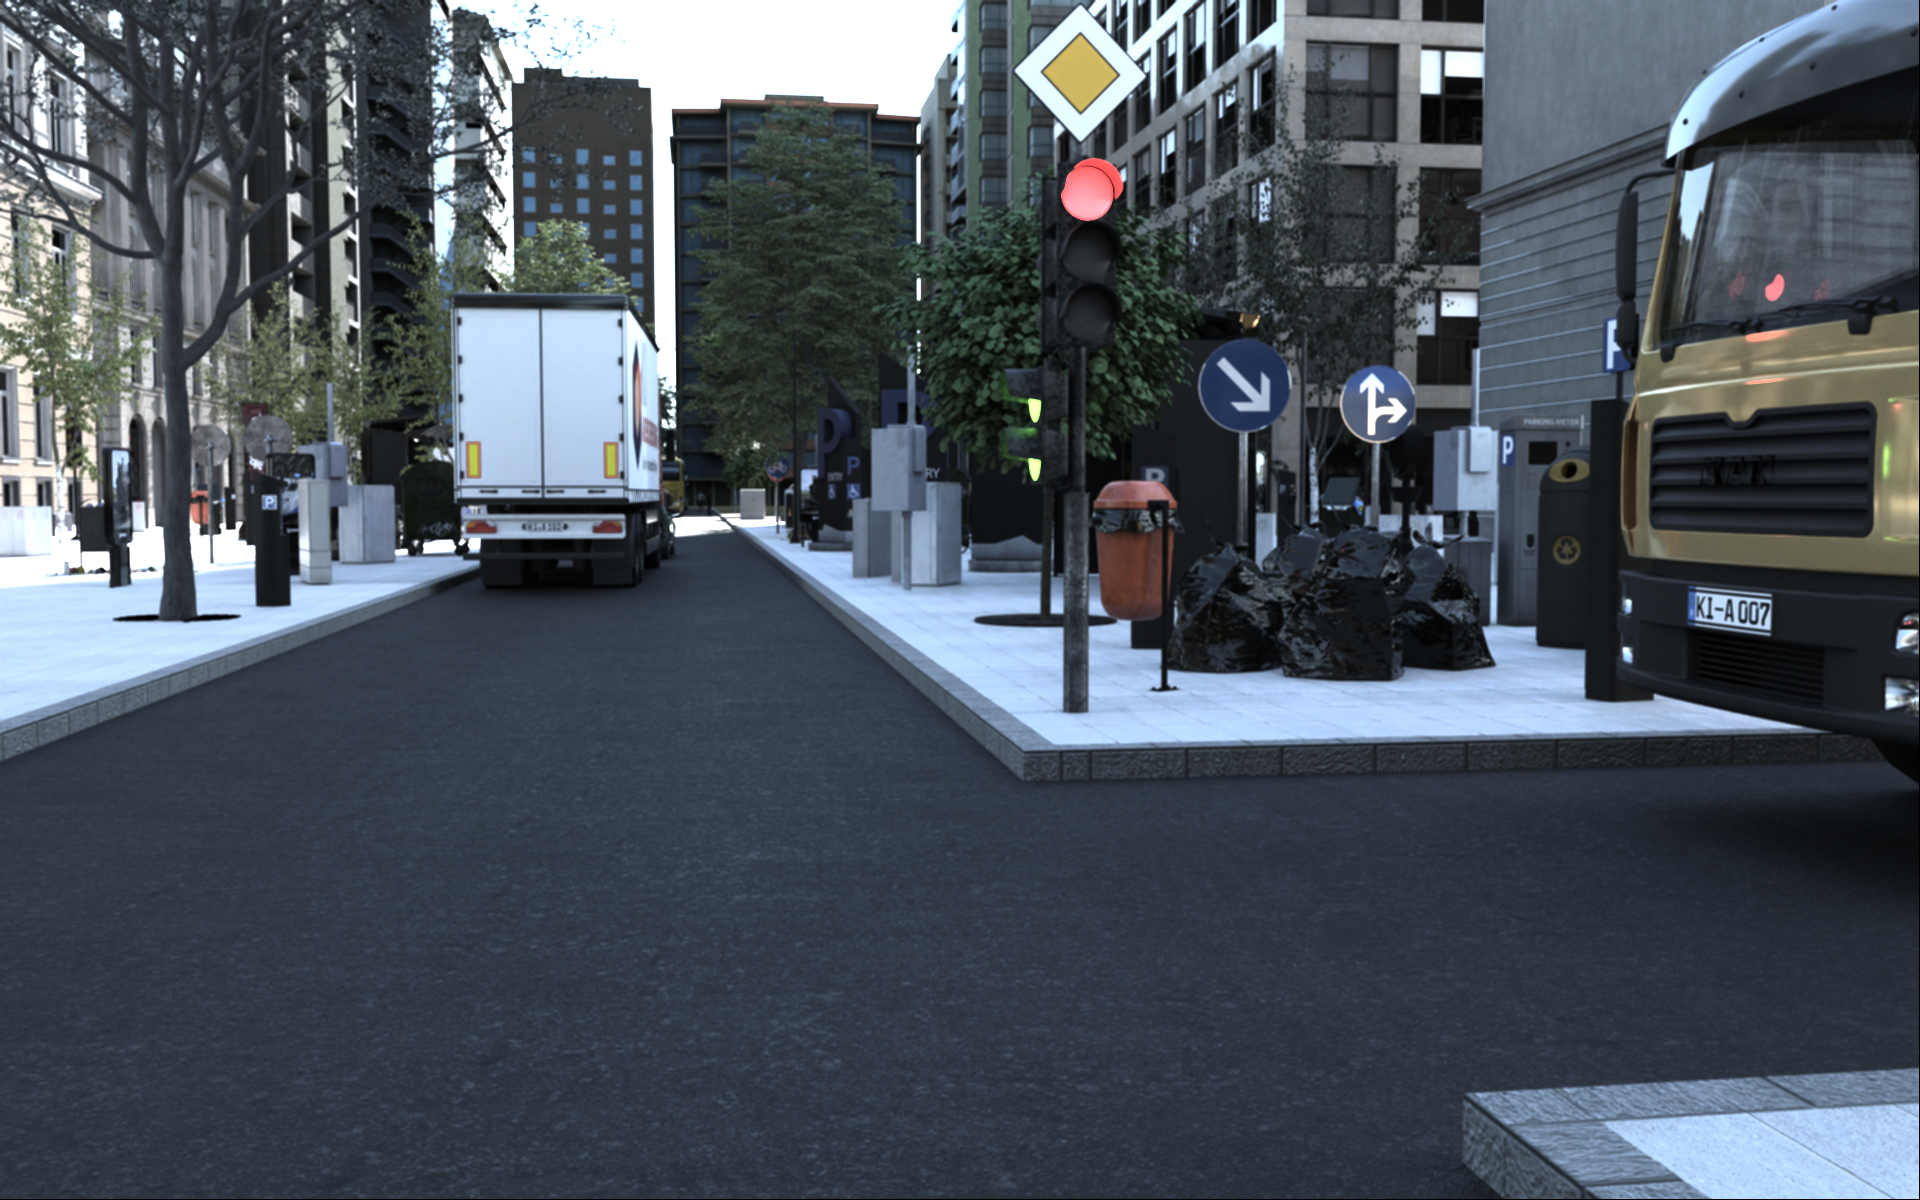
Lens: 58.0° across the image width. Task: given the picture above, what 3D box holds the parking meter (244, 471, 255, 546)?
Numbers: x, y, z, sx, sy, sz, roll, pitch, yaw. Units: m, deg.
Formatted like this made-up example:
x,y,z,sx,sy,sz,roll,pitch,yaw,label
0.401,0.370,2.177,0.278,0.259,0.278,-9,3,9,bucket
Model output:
x,y,z,sx,sy,sz,roll,pitch,yaw,label
-17.602,-2.293,43.203,0.399,1.863,0.255,-3,5,-41,parking meter

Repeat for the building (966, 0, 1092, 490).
x,y,z,sx,sy,sz,roll,pitch,yaw,label
7.214,-26.103,110.382,14.154,41.232,14.086,-1,4,-9,building

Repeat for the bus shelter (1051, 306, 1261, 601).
x,y,z,sx,sy,sz,roll,pitch,yaw,label
2.393,-1.995,23.903,1.731,3.624,6.357,-1,4,-9,bus shelter

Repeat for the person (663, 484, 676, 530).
x,y,z,sx,sy,sz,roll,pitch,yaw,label
-11.558,-3.627,67.762,0.822,1.834,0.622,1,4,9,person

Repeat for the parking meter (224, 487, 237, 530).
x,y,z,sx,sy,sz,roll,pitch,yaw,label
-25.863,-3.241,61.403,0.372,1.533,0.369,0,3,0,parking meter

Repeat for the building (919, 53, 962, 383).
x,y,z,sx,sy,sz,roll,pitch,yaw,label
6.416,-34.989,195.775,21.600,48.544,21.300,-1,4,-9,building

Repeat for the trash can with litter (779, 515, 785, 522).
x,y,z,sx,sy,sz,roll,pitch,yaw,label
-7.949,-4.232,80.585,1.055,1.170,0.624,1,4,13,trash can with litter

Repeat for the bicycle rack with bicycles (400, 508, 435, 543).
x,y,z,sx,sy,sz,roll,pitch,yaw,label
-15.125,-1.987,45.869,2.925,0.926,2.852,1,4,9,bicycle rack with bicycles

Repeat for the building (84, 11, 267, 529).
x,y,z,sx,sy,sz,roll,pitch,yaw,label
-36.321,-13.739,66.430,13.314,21.916,24.055,-1,4,-9,building

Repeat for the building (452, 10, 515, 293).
x,y,z,sx,sy,sz,roll,pitch,yaw,label
-61.576,-36.703,189.327,27.495,52.752,28.713,-1,4,-9,building

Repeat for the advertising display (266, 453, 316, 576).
x,y,z,sx,sy,sz,roll,pitch,yaw,label
-10.534,-1.352,27.318,0.123,1.923,0.974,1,4,20,advertising display

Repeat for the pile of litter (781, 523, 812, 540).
x,y,z,sx,sy,sz,roll,pitch,yaw,label
-4.331,-2.122,48.654,1.719,0.858,1.176,-3,4,-36,pile of litter

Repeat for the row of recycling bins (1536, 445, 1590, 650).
x,y,z,sx,sy,sz,roll,pitch,yaw,label
5.654,-0.379,13.312,1.069,1.692,3.534,-1,4,-13,row of recycling bins

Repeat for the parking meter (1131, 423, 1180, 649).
x,y,z,sx,sy,sz,roll,pitch,yaw,label
1.625,-0.530,14.382,0.399,1.863,0.255,0,4,6,parking meter

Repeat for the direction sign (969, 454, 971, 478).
x,y,z,sx,sy,sz,roll,pitch,yaw,label
0.781,-5.512,82.114,0.876,3.537,0.379,-3,4,-37,direction sign

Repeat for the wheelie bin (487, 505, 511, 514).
x,y,z,sx,sy,sz,roll,pitch,yaw,label
-15.397,-3.047,57.719,0.980,1.594,0.693,1,4,11,wheelie bin

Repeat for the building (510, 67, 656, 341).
x,y,z,sx,sy,sz,roll,pitch,yaw,label
-39.947,-32.779,186.055,14.200,45.320,14.600,-1,4,-9,building

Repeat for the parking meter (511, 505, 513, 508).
x,y,z,sx,sy,sz,roll,pitch,yaw,label
-17.810,-3.674,68.485,0.372,1.533,0.369,0,3,0,parking meter

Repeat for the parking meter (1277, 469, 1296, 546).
x,y,z,sx,sy,sz,roll,pitch,yaw,label
7.560,-2.102,40.078,0.255,1.863,0.399,-2,4,-35,parking meter

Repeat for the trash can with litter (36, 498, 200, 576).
x,y,z,sx,sy,sz,roll,pitch,yaw,label
-13.538,-1.034,27.962,2.233,1.210,1.678,-1,4,-12,trash can with litter

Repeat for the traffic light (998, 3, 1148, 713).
x,y,z,sx,sy,sz,roll,pitch,yaw,label
0.663,-1.295,10.094,0.839,4.253,0.868,-1,4,-9,traffic light

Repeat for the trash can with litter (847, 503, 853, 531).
x,y,z,sx,sy,sz,roll,pitch,yaw,label
-2.139,-1.596,37.485,0.624,1.170,1.055,0,4,-5,trash can with litter

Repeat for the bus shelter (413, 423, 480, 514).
x,y,z,sx,sy,sz,roll,pitch,yaw,label
-15.018,-3.571,52.304,2.014,3.302,5.546,-1,4,-9,bus shelter

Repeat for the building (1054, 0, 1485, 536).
x,y,z,sx,sy,sz,roll,pitch,yaw,label
16.724,-16.289,70.835,19.350,26.468,34.151,-1,4,-9,building

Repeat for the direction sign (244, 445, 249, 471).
x,y,z,sx,sy,sz,roll,pitch,yaw,label
-26.544,-4.479,65.228,0.379,3.537,0.876,2,4,32,direction sign

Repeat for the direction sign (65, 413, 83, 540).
x,y,z,sx,sy,sz,roll,pitch,yaw,label
-24.592,-3.433,48.126,0.876,3.537,0.379,3,4,38,direction sign

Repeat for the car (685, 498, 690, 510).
x,y,z,sx,sy,sz,roll,pitch,yaw,label
-25.565,-8.873,156.865,2.131,1.459,4.920,-1,4,-9,car

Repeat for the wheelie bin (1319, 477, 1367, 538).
x,y,z,sx,sy,sz,roll,pitch,yaw,label
7.268,-1.526,32.866,0.980,1.594,0.693,3,4,39,wheelie bin

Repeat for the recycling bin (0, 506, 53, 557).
x,y,z,sx,sy,sz,roll,pitch,yaw,label
-19.172,-1.405,35.525,0.722,1.027,0.722,1,4,10,recycling bin

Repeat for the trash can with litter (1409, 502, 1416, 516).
x,y,z,sx,sy,sz,roll,pitch,yaw,label
13.420,-2.434,50.848,1.678,1.210,2.233,2,4,25,trash can with litter

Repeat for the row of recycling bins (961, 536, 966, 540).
x,y,z,sx,sy,sz,roll,pitch,yaw,label
-1.141,-2.591,49.468,1.069,1.692,3.534,-3,5,-41,row of recycling bins

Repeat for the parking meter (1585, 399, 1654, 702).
x,y,z,sx,sy,sz,roll,pitch,yaw,label
4.137,-0.310,10.783,0.399,1.863,0.255,-1,4,-21,parking meter

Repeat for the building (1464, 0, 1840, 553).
x,y,z,sx,sy,sz,roll,pitch,yaw,label
23.840,-11.764,34.138,24.055,21.916,13.314,-1,4,-9,building

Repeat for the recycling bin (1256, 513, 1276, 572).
x,y,z,sx,sy,sz,roll,pitch,yaw,label
3.803,-0.659,23.322,0.722,1.027,0.722,0,4,-6,recycling bin

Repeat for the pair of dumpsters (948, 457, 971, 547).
x,y,z,sx,sy,sz,roll,pitch,yaw,label
-0.694,-2.524,43.763,1.574,2.255,4.437,-1,4,-9,pair of dumpsters

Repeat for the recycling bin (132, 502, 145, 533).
x,y,z,sx,sy,sz,roll,pitch,yaw,label
-27.487,-2.749,57.506,0.722,1.027,0.722,-2,4,-29,recycling bin

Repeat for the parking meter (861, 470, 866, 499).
x,y,z,sx,sy,sz,roll,pitch,yaw,label
-2.413,-2.201,41.702,0.255,1.863,0.399,-1,4,-12,parking meter

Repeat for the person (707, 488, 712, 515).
x,y,z,sx,sy,sz,roll,pitch,yaw,label
-17.326,-6.818,120.002,0.705,1.821,1.348,-1,4,-10,person

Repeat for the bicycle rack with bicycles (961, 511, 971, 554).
x,y,z,sx,sy,sz,roll,pitch,yaw,label
0.910,-1.477,37.531,2.852,0.926,2.925,-2,4,-31,bicycle rack with bicycles

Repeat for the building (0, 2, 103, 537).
x,y,z,sx,sy,sz,roll,pitch,yaw,label
-32.372,-15.818,44.523,13.634,28.700,20.117,-1,4,-9,building

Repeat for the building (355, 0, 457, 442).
x,y,z,sx,sy,sz,roll,pitch,yaw,label
-47.290,-29.604,134.133,14.200,45.320,14.600,-1,4,-9,building

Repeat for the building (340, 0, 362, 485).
x,y,z,sx,sy,sz,roll,pitch,yaw,label
-45.157,-40.624,102.461,20.563,71.187,20.611,-1,4,-9,building

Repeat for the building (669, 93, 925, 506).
x,y,z,sx,sy,sz,roll,pitch,yaw,label
-19.126,-32.904,192.601,28.867,44.769,22.147,-1,4,-9,building

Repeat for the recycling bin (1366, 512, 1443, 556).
x,y,z,sx,sy,sz,roll,pitch,yaw,label
5.342,-0.501,20.745,0.722,1.027,0.722,2,4,28,recycling bin

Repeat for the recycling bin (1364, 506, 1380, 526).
x,y,z,sx,sy,sz,roll,pitch,yaw,label
8.735,-1.551,37.920,0.722,1.027,0.722,0,4,-6,recycling bin

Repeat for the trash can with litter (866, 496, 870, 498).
x,y,z,sx,sy,sz,roll,pitch,yaw,label
-2.799,-2.583,53.296,1.678,1.210,2.233,-2,4,-28,trash can with litter

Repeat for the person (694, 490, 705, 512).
x,y,z,sx,sy,sz,roll,pitch,yaw,label
-21.104,-8.030,140.572,1.217,1.735,0.721,2,4,34,person

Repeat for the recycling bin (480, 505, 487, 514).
x,y,z,sx,sy,sz,roll,pitch,yaw,label
-17.828,-3.166,64.312,0.722,1.027,0.722,0,4,3,recycling bin

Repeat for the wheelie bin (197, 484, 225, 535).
x,y,z,sx,sy,sz,roll,pitch,yaw,label
-23.477,-2.824,54.084,0.980,1.594,0.693,-2,4,-29,wheelie bin

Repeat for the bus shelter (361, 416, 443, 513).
x,y,z,sx,sy,sz,roll,pitch,yaw,label
-17.477,-3.883,54.763,1.731,3.624,6.357,-1,4,-9,bus shelter

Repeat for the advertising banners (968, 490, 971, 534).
x,y,z,sx,sy,sz,roll,pitch,yaw,label
0.883,-3.653,55.915,2.074,3.025,0.090,-2,4,-34,advertising banners

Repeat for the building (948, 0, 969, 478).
x,y,z,sx,sy,sz,roll,pitch,yaw,label
7.599,-50.121,132.153,22.319,86.520,31.000,-1,4,-9,building

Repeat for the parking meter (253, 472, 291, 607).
x,y,z,sx,sy,sz,roll,pitch,yaw,label
-7.889,-0.700,19.858,0.372,1.533,0.369,0,3,0,parking meter

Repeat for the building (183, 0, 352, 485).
x,y,z,sx,sy,sz,roll,pitch,yaw,label
-39.447,-19.287,87.049,14.160,30.474,14.107,-1,4,-9,building

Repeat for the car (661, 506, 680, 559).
x,y,z,sx,sy,sz,roll,pitch,yaw,label
-7.473,-1.692,39.462,2.131,1.459,4.920,0,4,-7,car

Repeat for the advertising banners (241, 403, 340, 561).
x,y,z,sx,sy,sz,roll,pitch,yaw,label
-12.801,-2.270,33.302,2.074,3.025,0.090,0,4,7,advertising banners
